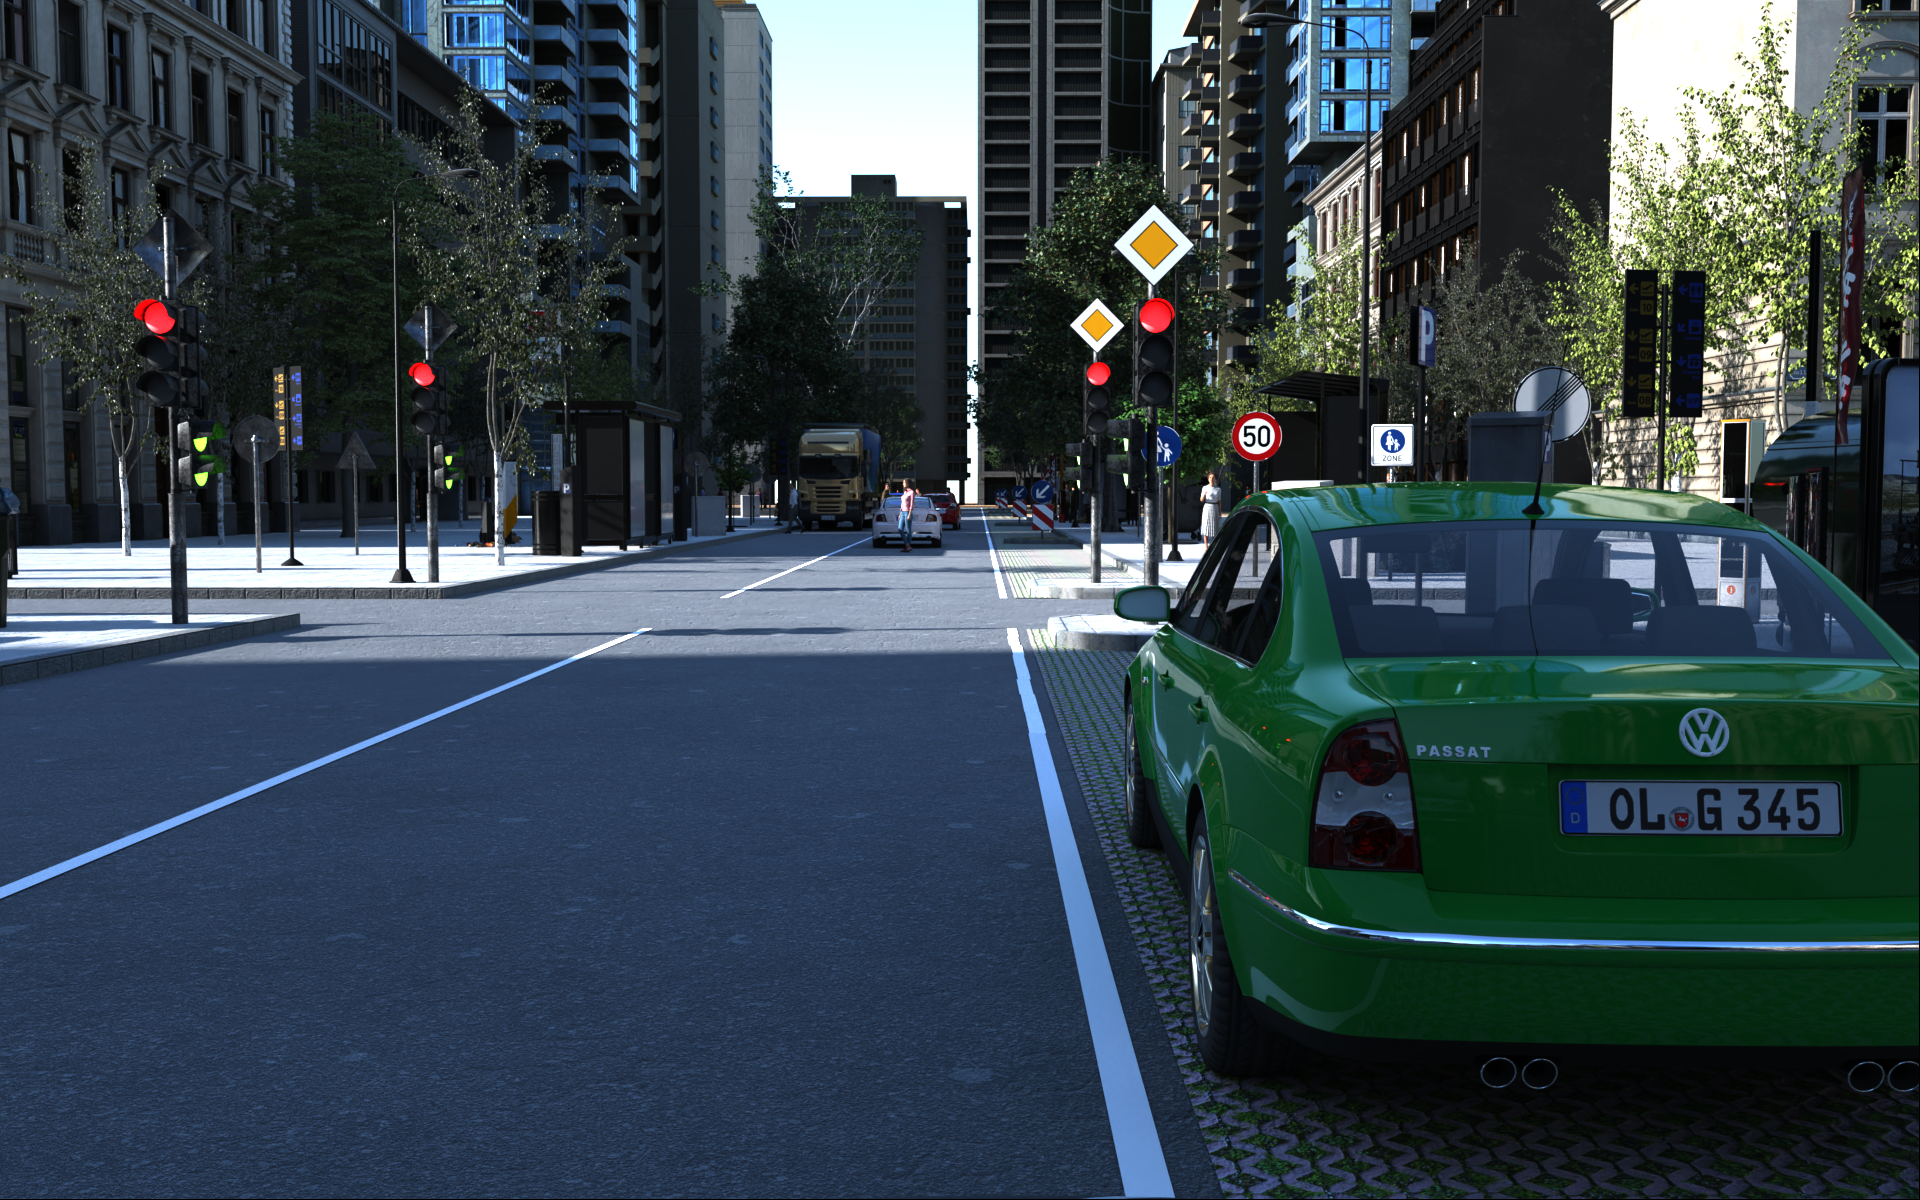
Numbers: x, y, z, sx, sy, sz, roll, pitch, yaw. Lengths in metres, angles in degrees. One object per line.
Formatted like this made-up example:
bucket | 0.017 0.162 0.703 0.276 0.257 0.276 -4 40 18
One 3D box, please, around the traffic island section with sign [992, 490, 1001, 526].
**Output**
traffic island section with sign | 2.544 -4.209 77.450 1.989 1.847 2.006 0 4 1

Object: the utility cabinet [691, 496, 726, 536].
utility cabinet | -7.722 -2.571 53.191 1.020 1.237 0.306 -1 4 -18

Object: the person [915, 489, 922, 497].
person | -2.580 -5.645 101.323 0.750 1.759 0.617 -1 4 -20

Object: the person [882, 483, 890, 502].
person | -2.775 -3.405 64.076 0.836 1.842 0.656 -2 4 -30

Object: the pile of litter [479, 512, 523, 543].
pile of litter | -12.161 -1.959 45.998 1.176 0.858 1.719 1 4 14

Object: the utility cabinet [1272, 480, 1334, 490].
utility cabinet | 5.557 -1.195 28.214 0.318 1.500 1.173 -2 4 -30

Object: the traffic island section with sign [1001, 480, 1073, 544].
traffic island section with sign | 2.259 -2.540 50.156 1.989 1.847 2.006 0 4 1

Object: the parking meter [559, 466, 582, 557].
parking meter | -8.015 -1.831 35.645 0.399 1.863 0.255 2 4 30

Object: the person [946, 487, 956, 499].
person | -0.498 -4.790 87.156 0.623 1.781 0.721 1 4 11

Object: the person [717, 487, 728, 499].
person | -15.630 -6.548 113.779 1.217 1.739 0.721 3 5 43

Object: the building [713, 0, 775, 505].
building | -36.808 -40.739 208.085 28.212 58.520 21.231 0 4 1

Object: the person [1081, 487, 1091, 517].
person | 6.005 -4.629 81.914 0.728 1.800 0.709 0 4 4

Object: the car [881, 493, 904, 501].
car | -4.104 -6.245 111.696 1.945 1.707 3.694 0 3 0

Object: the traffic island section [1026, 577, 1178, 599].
traffic island section | 1.984 -0.168 25.034 2.009 0.180 2.903 0 4 1

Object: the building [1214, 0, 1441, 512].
building | 30.376 -49.107 115.576 22.319 86.520 31.000 0 4 1

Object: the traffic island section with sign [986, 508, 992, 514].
traffic island section with sign | 3.062 -7.241 127.018 1.989 1.847 2.006 0 4 1

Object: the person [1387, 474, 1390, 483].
person | 10.483 -2.185 42.117 0.624 1.780 0.694 0 4 -3

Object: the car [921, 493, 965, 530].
car | -0.895 -3.725 69.946 2.155 1.783 4.494 0 4 2

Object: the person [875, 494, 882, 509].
person | -6.774 -8.489 144.464 0.705 1.869 1.348 1 4 16

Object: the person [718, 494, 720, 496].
person | -18.072 -7.539 130.115 0.445 1.727 0.742 -1 4 -23

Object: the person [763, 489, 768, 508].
person | -17.316 -9.053 154.613 0.434 1.755 0.990 1 4 15

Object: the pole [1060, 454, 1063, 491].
pole | 5.169 -5.772 88.217 0.158 3.312 0.155 0 3 0

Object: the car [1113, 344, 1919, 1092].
car | 1.516 0.195 5.612 1.959 1.807 4.718 0 4 2

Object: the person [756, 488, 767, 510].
person | -15.663 -7.908 136.020 1.217 1.739 0.721 -2 4 -29

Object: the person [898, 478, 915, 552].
person | -1.328 -2.087 42.639 0.388 1.821 0.555 -3 5 -42

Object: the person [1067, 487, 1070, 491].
person | 7.984 -7.427 127.430 0.705 1.831 1.348 3 5 43

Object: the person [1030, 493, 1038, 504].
person | 6.540 -8.758 152.471 0.697 1.427 0.421 1 4 10

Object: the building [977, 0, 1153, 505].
building | 12.396 -46.999 206.685 20.611 71.187 20.563 0 4 1

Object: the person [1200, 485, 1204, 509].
person | 12.997 -5.335 93.629 0.624 1.780 0.694 -2 4 -34

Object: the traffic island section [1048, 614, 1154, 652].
traffic island section | 1.901 0.320 17.049 2.009 0.180 2.903 0 4 1

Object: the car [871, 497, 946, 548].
car | -1.426 -2.159 47.669 2.083 1.381 4.827 0 4 0

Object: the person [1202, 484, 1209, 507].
person | 12.604 -5.020 88.242 0.709 1.813 0.853 0 4 2

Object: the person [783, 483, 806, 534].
person | -6.019 -3.326 62.978 0.850 1.850 0.679 0 4 -5

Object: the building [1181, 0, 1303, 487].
building | 30.489 -30.115 147.011 22.147 44.769 28.867 0 4 1

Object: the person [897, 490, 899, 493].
person | -6.274 -10.329 175.834 0.541 1.710 0.530 -1 4 -12

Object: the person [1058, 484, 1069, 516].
person | 5.909 -5.619 97.832 0.836 1.842 0.656 1 4 21

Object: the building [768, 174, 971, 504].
building | -10.655 -31.891 213.306 23.993 40.220 32.217 0 4 1

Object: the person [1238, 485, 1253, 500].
person | 18.051 -6.295 108.602 1.348 1.869 0.705 3 5 45

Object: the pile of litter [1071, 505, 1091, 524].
pile of litter | 5.430 -3.768 75.579 1.176 0.858 1.719 1 4 12

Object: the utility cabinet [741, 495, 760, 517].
utility cabinet | -11.607 -5.180 95.854 1.020 1.237 0.306 -2 4 -27

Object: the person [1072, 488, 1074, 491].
person | 7.047 -6.290 109.333 0.683 1.767 0.568 -3 5 -45

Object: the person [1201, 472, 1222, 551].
person | 5.472 -1.898 37.649 0.480 1.755 0.524 -1 4 -10

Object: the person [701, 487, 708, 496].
person | -19.795 -7.857 134.369 0.599 1.838 0.709 0 4 -2

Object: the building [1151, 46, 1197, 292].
building | 36.492 -38.041 211.208 27.495 52.752 28.713 0 4 1

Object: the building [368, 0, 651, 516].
building | -32.859 -49.024 114.218 22.319 86.520 31.000 0 4 1

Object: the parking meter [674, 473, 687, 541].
parking meter | -7.662 -2.537 47.188 0.399 1.863 0.255 1 4 21

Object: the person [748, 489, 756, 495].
person | -16.126 -7.783 134.102 0.445 1.727 0.742 2 4 32
